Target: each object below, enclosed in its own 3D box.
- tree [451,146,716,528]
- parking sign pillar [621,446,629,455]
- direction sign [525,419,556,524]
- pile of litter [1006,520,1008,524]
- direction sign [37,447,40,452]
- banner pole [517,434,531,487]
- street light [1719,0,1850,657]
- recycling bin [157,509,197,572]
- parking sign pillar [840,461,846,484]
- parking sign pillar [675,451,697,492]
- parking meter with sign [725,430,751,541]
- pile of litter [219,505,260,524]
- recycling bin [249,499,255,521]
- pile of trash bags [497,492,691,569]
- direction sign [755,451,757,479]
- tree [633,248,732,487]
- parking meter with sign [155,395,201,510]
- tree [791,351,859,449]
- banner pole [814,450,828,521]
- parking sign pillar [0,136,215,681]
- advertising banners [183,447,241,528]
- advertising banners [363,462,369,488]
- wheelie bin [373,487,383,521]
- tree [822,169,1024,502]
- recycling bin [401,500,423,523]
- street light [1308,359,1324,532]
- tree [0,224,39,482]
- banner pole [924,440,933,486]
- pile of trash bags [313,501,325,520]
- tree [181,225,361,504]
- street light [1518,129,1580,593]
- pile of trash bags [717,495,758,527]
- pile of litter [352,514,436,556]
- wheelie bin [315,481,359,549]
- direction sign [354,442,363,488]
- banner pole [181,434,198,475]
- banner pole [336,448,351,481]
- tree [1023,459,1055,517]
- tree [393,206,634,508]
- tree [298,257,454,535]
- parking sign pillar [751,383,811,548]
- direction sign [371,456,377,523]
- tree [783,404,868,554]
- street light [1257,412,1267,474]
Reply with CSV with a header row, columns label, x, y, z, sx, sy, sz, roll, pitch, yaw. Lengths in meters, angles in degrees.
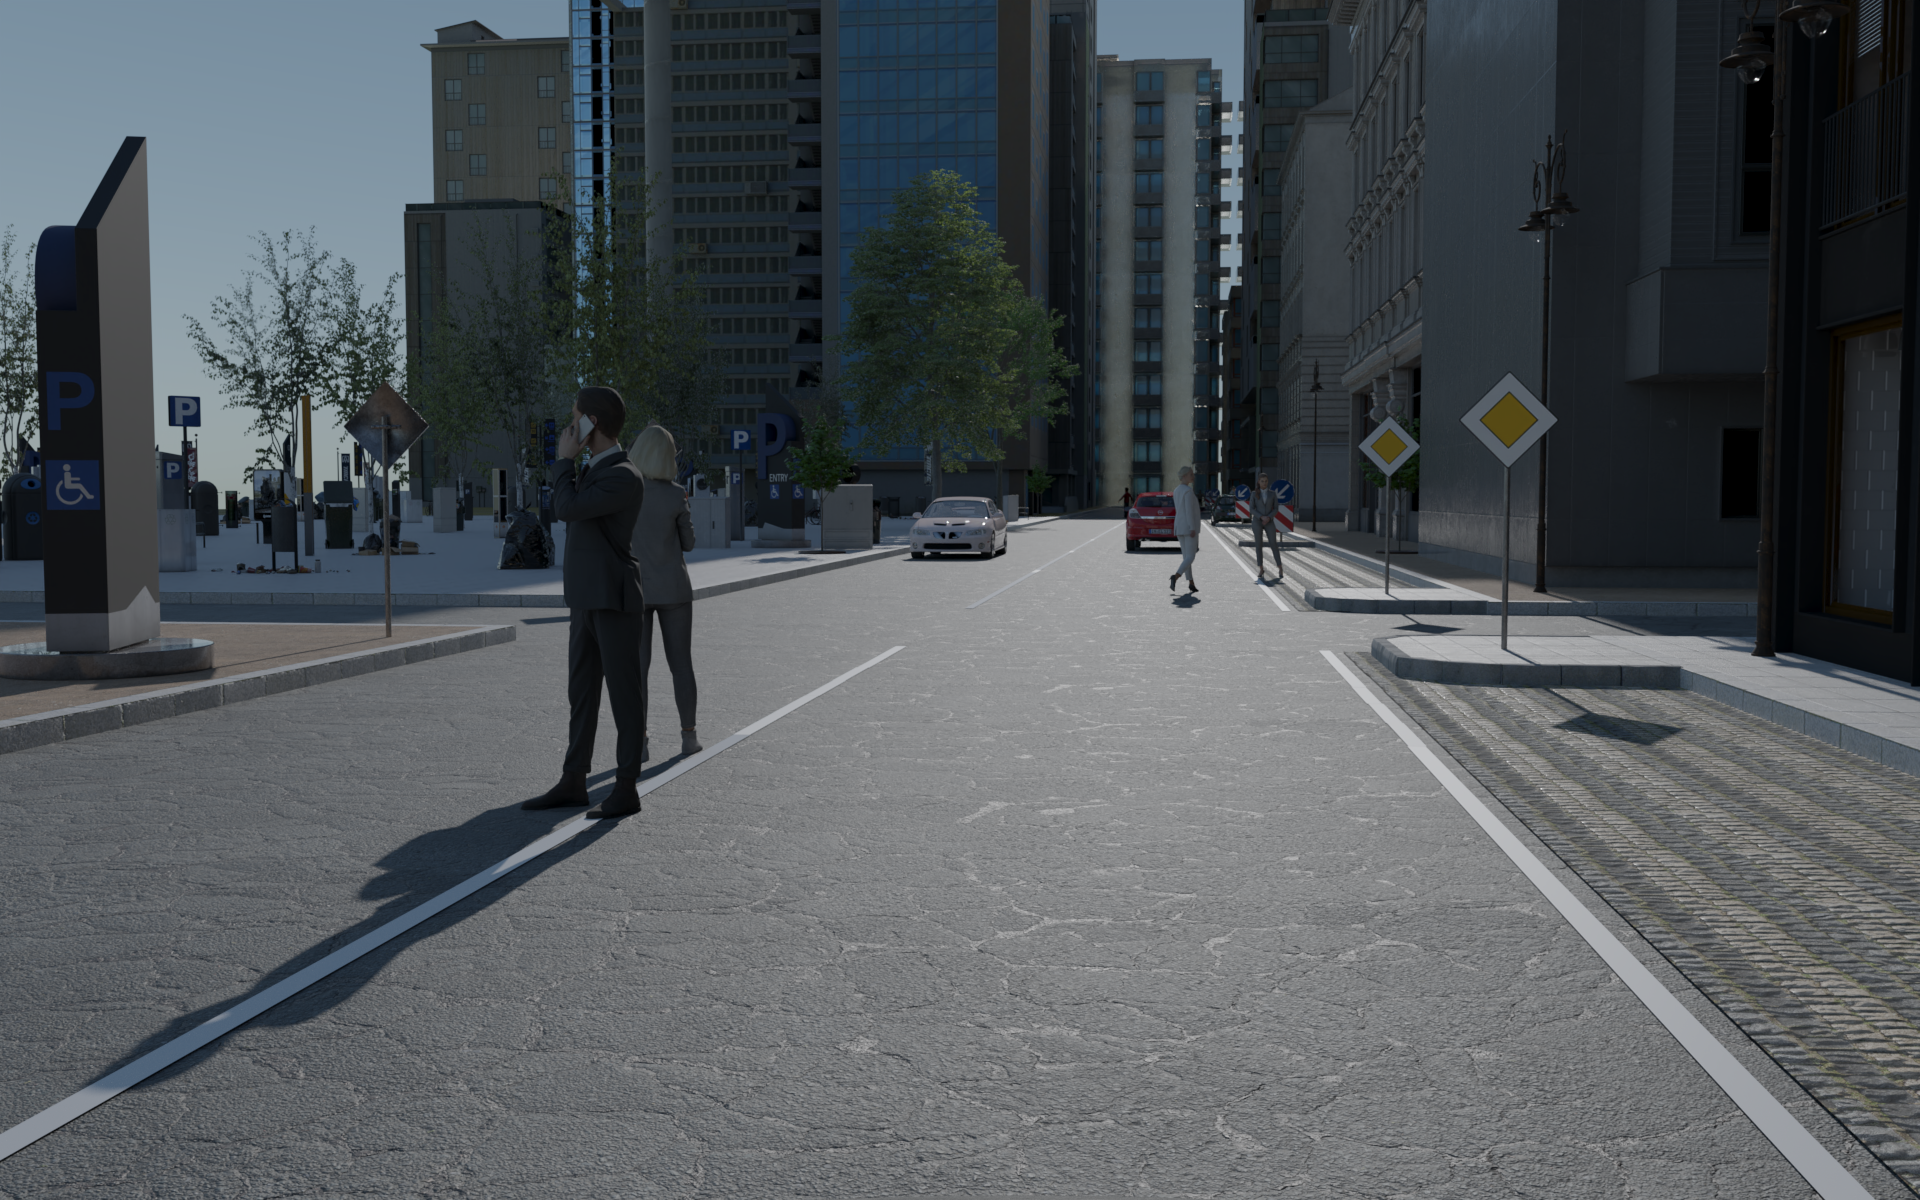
label,x,y,z,sx,sy,sz,roll,pitch,yaw
tree,-7.624,-5.341,37.686,4.737,8.622,4.395,0,3,0
parking sign pillar,-14.760,-5.279,74.790,1.447,3.967,1.447,-2,4,-31
direction sign,-12.588,-3.673,52.048,0.876,3.537,0.379,0,4,-7
pile of litter,1.512,-3.671,73.993,1.176,0.858,1.719,0,4,8
direction sign,-44.240,-5.630,84.040,0.876,3.537,0.379,-2,4,-25
banner pole,-18.294,-5.051,72.605,0.863,3.779,0.401,2,4,27
street light,6.367,-2.493,13.548,0.468,5.910,1.993,0,4,7
recycling bin,-13.129,-0.988,28.700,0.722,1.027,0.722,0,4,-8
parking sign pillar,-6.707,-6.477,94.374,1.447,3.967,1.447,-1,4,-14
parking sign pillar,-14.642,-6.325,91.882,1.447,3.967,1.447,0,4,-2
parking meter with sign,-6.182,-3.151,47.773,0.543,3.016,1.738,-1,4,-17
pile of litter,-31.113,-3.713,74.671,1.719,0.858,1.176,-1,4,-17
recycling bin,-33.493,-4.302,82.886,0.722,1.027,0.722,1,4,18
pile of trash bags,-6.343,-1.241,30.042,3.447,1.369,1.912,1,4,9
direction sign,-10.373,-5.984,89.842,0.379,3.537,0.876,-3,4,-36
tree,-8.564,-6.193,51.626,4.360,8.622,3.978,0,3,0
parking meter with sign,-14.382,-2.148,31.373,1.738,3.016,0.543,3,5,42
tree,-6.849,-8.398,87.673,4.360,8.622,3.978,0,3,0
banner pole,-6.598,-5.694,83.109,0.863,3.779,0.401,-3,4,-36
parking sign pillar,-6.214,-1.469,12.498,1.447,3.967,1.447,-1,4,-10
advertising banners,-28.009,-4.199,64.841,2.074,3.025,0.090,0,4,0
advertising banners,-31.766,-5.990,94.120,2.074,3.025,0.090,2,4,35
wheelie bin,-27.913,-4.544,82.200,0.693,1.594,0.980,0,4,7
tree,-1.178,-8.753,61.246,7.486,12.596,7.792,0,3,0
recycling bin,-24.475,-3.961,77.318,0.722,1.027,0.722,-3,5,-39
street light,12.148,-5.287,59.229,0.468,5.910,1.993,0,4,7
tree,-26.164,-5.988,48.260,4.360,8.622,3.978,0,3,0
banner pole,-1.110,-4.809,68.649,0.863,3.779,0.401,3,4,38
pile of trash bags,-32.045,-4.713,86.818,1.912,1.369,3.447,1,4,10
tree,-18.354,-5.902,46.862,4.360,8.622,3.978,0,3,0
street light,7.583,-3.038,22.456,0.468,5.910,1.993,0,4,7
pile of trash bags,-9.538,-3.612,68.814,3.447,1.369,1.912,0,4,6
pile of litter,-11.962,-1.388,36.652,1.719,0.858,1.176,-1,4,-16
wheelie bin,-14.643,-2.006,40.712,0.980,1.594,0.693,-2,4,-23
direction sign,-26.112,-5.090,75.225,0.379,3.537,0.876,0,4,2
banner pole,-31.761,-4.990,71.605,0.401,3.779,0.863,3,5,42
banner pole,-33.308,-6.329,93.493,0.863,3.779,0.401,-2,4,-25
tree,4.255,-6.227,96.413,1.663,3.219,1.824,0,3,0
tree,-11.374,-5.721,43.902,4.360,8.622,3.978,0,3,0
tree,-18.385,-6.320,53.689,4.737,8.622,4.395,0,3,0
parking sign pillar,-4.292,-3.243,41.487,1.447,3.967,1.447,-3,5,-45
direction sign,-25.903,-5.156,76.297,0.379,3.537,0.876,-1,4,-21
tree,-3.039,-2.616,37.366,1.663,3.219,1.824,0,3,0
street light,16.688,-7.525,95.828,0.468,5.910,1.993,0,4,7
